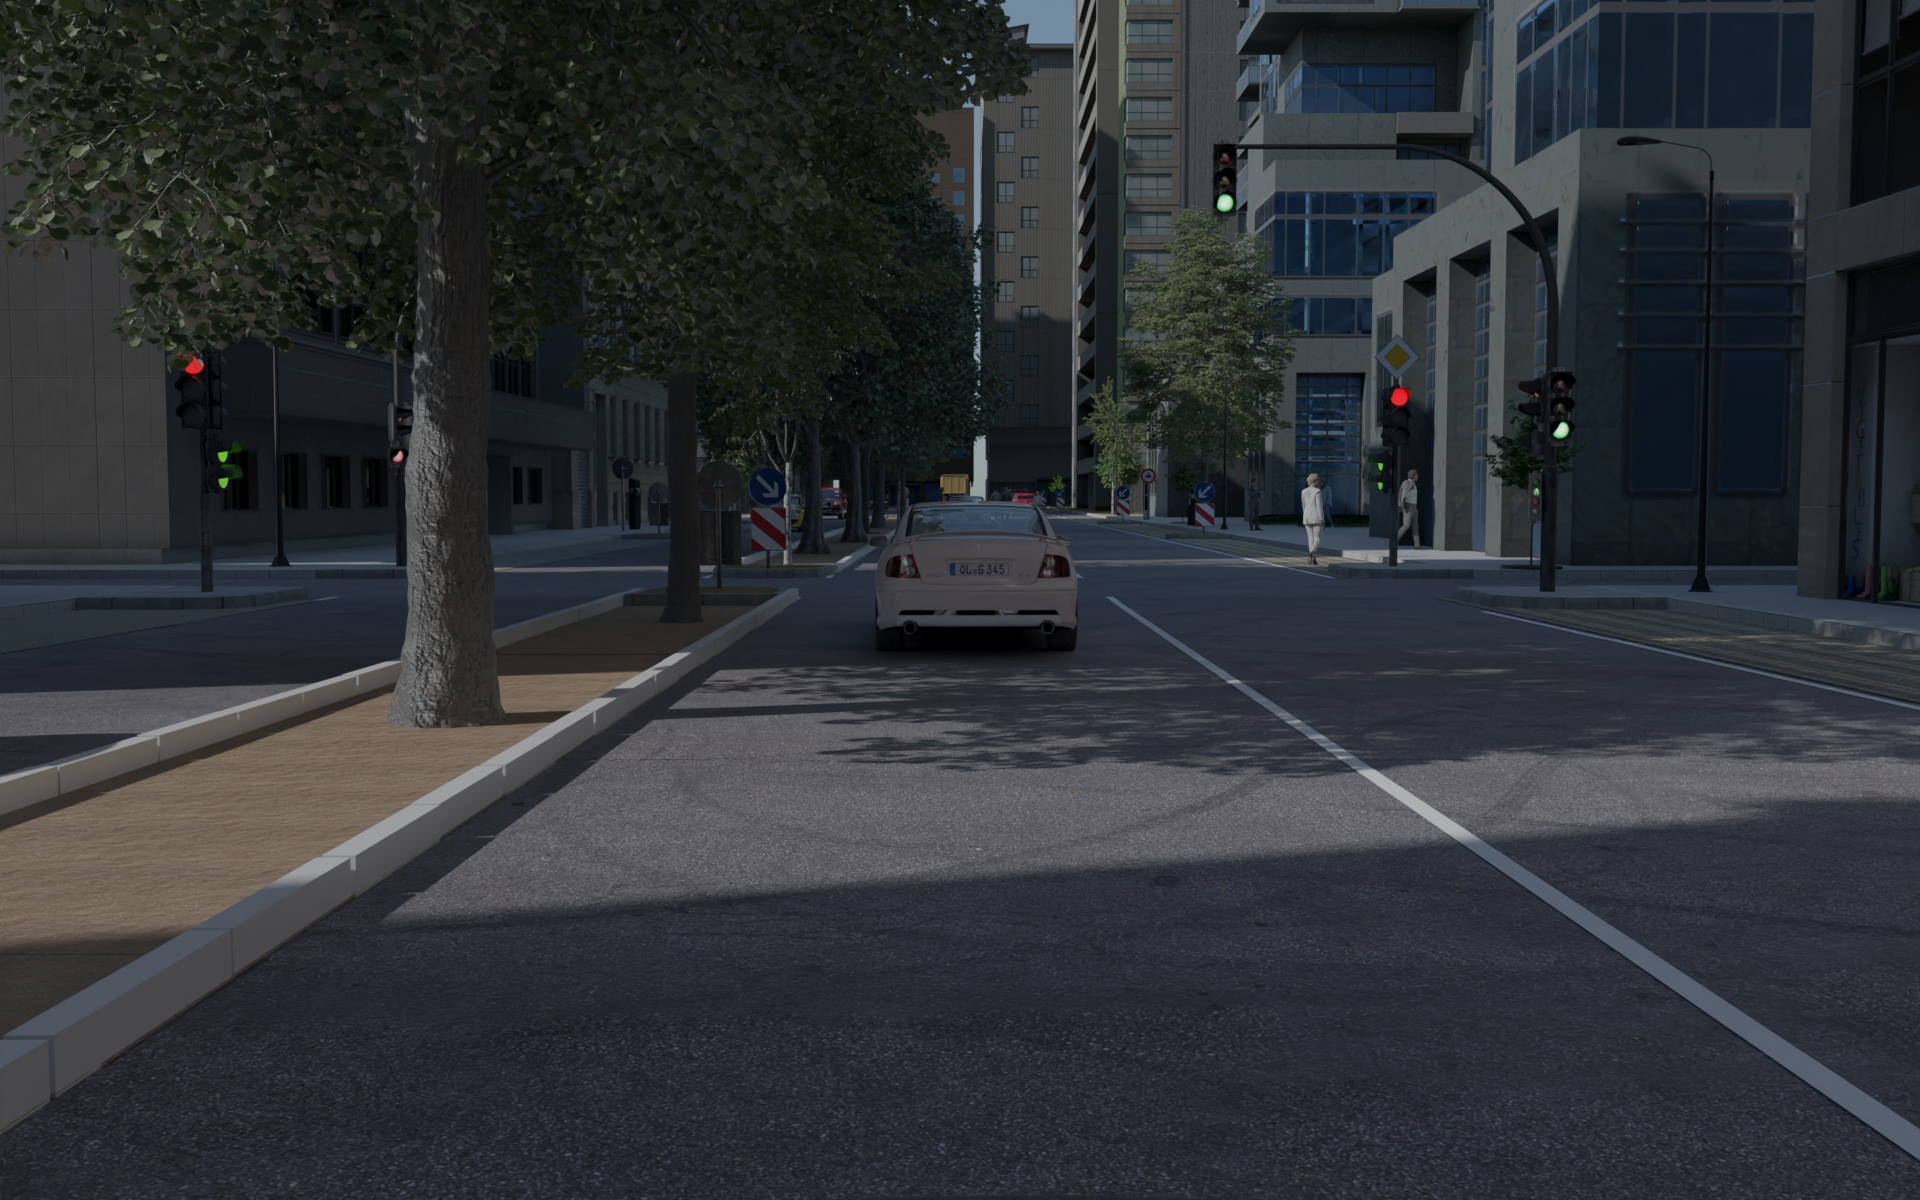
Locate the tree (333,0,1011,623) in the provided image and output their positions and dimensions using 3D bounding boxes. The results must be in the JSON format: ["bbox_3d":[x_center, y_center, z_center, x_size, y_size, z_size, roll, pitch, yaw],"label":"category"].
[{"bbox_3d":[-3.188,-6.040,19.333,7.486,12.596,7.792,0,3,0],"label":"tree"}]

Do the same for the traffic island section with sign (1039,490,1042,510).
[{"bbox_3d":[7.476,-9.236,159.631,1.989,1.847,2.006,0,3,0],"label":"traffic island section with sign"}]

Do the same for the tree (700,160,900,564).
[{"bbox_3d":[-3.234,-4.864,32.340,4.360,8.622,3.978,0,3,0],"label":"tree"}]

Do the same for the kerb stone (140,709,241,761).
[{"bbox_3d":[-4.317,0.763,9.712,0.120,0.150,1.000,0,3,0],"label":"kerb stone"}]

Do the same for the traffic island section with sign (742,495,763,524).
[{"bbox_3d":[-9.698,-4.529,82.676,1.989,1.847,2.006,0,3,0],"label":"traffic island section with sign"}]

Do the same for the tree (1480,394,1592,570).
[{"bbox_3d":[9.831,-2.155,29.842,1.663,3.219,1.824,0,3,0],"label":"tree"}]

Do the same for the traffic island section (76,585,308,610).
[{"bbox_3d":[-9.907,-0.029,22.756,2.009,0.180,2.903,0,3,0],"label":"traffic island section"}]

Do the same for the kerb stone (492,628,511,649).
[{"bbox_3d":[-4.322,0.389,15.857,0.120,0.150,1.000,0,3,0],"label":"kerb stone"}]

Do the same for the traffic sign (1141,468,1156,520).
[{"bbox_3d":[9.298,-5.227,85.572,0.768,2.556,0.104,0,4,6],"label":"traffic sign"}]

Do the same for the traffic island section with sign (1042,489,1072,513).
[{"bbox_3d":[7.518,-7.578,132.526,1.989,1.847,2.006,0,3,0],"label":"traffic island section with sign"}]

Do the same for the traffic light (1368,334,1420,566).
[{"bbox_3d":[7.679,-2.553,30.658,0.839,4.253,0.868,0,3,0],"label":"traffic light"}]

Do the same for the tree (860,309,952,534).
[{"bbox_3d":[-3.331,-8.182,61.985,9.928,11.665,9.643,0,3,0],"label":"tree"}]

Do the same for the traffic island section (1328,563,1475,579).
[{"bbox_3d":[7.719,-0.519,30.772,2.009,0.180,2.903,0,3,0],"label":"traffic island section"}]

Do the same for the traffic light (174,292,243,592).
[{"bbox_3d":[-9.867,-2.061,22.622,0.839,4.253,0.868,0,3,0],"label":"traffic light"}]

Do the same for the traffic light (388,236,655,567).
[{"bbox_3d":[-7.791,-3.424,30.646,4.771,5.953,1.251,0,3,0],"label":"traffic light"}]

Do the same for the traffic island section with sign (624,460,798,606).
[{"bbox_3d":[-3.291,-0.909,23.004,2.006,1.907,1.989,0,3,0],"label":"traffic island section with sign"}]

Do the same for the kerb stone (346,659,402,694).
[{"bbox_3d":[-4.328,0.575,12.787,0.120,0.150,1.000,0,3,0],"label":"kerb stone"}]

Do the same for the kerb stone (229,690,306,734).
[{"bbox_3d":[-4.321,0.703,10.735,0.120,0.150,1.000,0,3,0],"label":"kerb stone"}]

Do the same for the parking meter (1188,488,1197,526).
[{"bbox_3d":[9.462,-3.800,70.548,0.372,1.533,0.369,0,3,0],"label":"parking meter"}]

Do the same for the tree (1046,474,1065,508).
[{"bbox_3d":[10.170,-11.521,182.973,1.663,3.219,1.824,0,3,0],"label":"tree"}]

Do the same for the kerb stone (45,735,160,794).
[{"bbox_3d":[-4.317,0.833,8.691,0.120,0.150,1.000,0,3,0],"label":"kerb stone"}]

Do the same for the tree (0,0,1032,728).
[{"bbox_3d":[-3.228,-6.203,10.536,9.857,13.997,8.962,0,3,0],"label":"tree"}]

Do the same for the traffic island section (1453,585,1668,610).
[{"bbox_3d":[7.735,-0.031,22.787,2.009,0.180,2.903,0,3,0],"label":"traffic island section"}]

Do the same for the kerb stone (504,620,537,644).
[{"bbox_3d":[-4.329,0.327,16.879,0.120,0.150,1.000,0,3,0],"label":"kerb stone"}]

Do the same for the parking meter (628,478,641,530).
[{"bbox_3d":[-11.737,-3.474,62.510,0.399,1.863,0.255,2,4,32],"label":"parking meter"}]

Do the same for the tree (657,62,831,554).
[{"bbox_3d":[-3.524,-7.450,41.271,9.611,12.733,9.660,0,3,0],"label":"tree"}]

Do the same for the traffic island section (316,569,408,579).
[{"bbox_3d":[-9.923,-0.517,30.742,2.009,0.180,2.903,0,3,0],"label":"traffic island section"}]

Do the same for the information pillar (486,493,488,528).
[{"bbox_3d":[-11.670,-2.299,42.082,0.304,2.012,0.304,-2,4,-34],"label":"information pillar"}]

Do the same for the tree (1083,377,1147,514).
[{"bbox_3d":[9.889,-9.706,109.056,4.737,8.622,4.395,0,3,0],"label":"tree"}]

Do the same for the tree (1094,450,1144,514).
[{"bbox_3d":[10.456,-7.954,113.762,4.285,4.588,4.351,0,3,0],"label":"tree"}]

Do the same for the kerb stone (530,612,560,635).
[{"bbox_3d":[-4.335,0.263,17.902,0.120,0.150,1.000,0,3,0],"label":"kerb stone"}]

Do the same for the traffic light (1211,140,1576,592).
[{"bbox_3d":[5.603,-2.927,22.528,4.771,5.953,1.251,0,3,0],"label":"traffic light"}]

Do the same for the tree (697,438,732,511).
[{"bbox_3d":[-12.814,-8.840,94.903,4.737,8.622,4.395,0,3,0],"label":"tree"}]

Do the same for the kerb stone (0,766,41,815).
[{"bbox_3d":[-4.313,0.889,7.666,0.120,0.150,1.000,0,3,0],"label":"kerb stone"}]

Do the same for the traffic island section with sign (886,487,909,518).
[{"bbox_3d":[-3.458,-5.958,105.549,2.006,1.907,1.989,0,3,0],"label":"traffic island section with sign"}]

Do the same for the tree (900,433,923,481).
[{"bbox_3d":[-2.879,-7.803,80.395,4.360,8.622,3.978,0,3,0],"label":"tree"}]

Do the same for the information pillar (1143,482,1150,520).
[{"bbox_3d":[9.386,-5.057,87.177,0.304,2.012,0.304,0,4,-5],"label":"information pillar"}]

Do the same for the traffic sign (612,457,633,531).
[{"bbox_3d":[-11.660,-3.655,59.857,0.768,2.556,0.104,1,4,8],"label":"traffic sign"}]

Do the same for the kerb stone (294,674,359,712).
[{"bbox_3d":[-4.328,0.644,11.757,0.120,0.150,1.000,0,3,0],"label":"kerb stone"}]

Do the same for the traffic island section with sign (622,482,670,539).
[{"bbox_3d":[-9.642,-2.857,55.346,1.989,1.847,2.006,0,3,0],"label":"traffic island section with sign"}]

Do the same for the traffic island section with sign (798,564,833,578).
[{"bbox_3d":[-3.297,-1.362,30.411,2.006,1.907,1.989,0,3,0],"label":"traffic island section with sign"}]

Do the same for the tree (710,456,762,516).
[{"bbox_3d":[-13.231,-7.188,101.242,4.285,4.588,4.351,0,3,0],"label":"tree"}]

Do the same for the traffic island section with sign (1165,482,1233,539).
[{"bbox_3d":[7.674,-2.892,55.906,1.989,1.847,2.006,0,3,0],"label":"traffic island section with sign"}]

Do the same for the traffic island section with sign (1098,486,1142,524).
[{"bbox_3d":[7.625,-4.540,82.862,1.989,1.847,2.006,0,3,0],"label":"traffic island section with sign"}]

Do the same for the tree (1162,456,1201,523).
[{"bbox_3d":[9.795,-4.966,75.798,1.663,3.219,1.824,0,3,0],"label":"tree"}]

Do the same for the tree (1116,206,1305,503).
[{"bbox_3d":[9.846,-9.228,69.007,7.486,12.596,7.792,0,3,0],"label":"tree"}]
